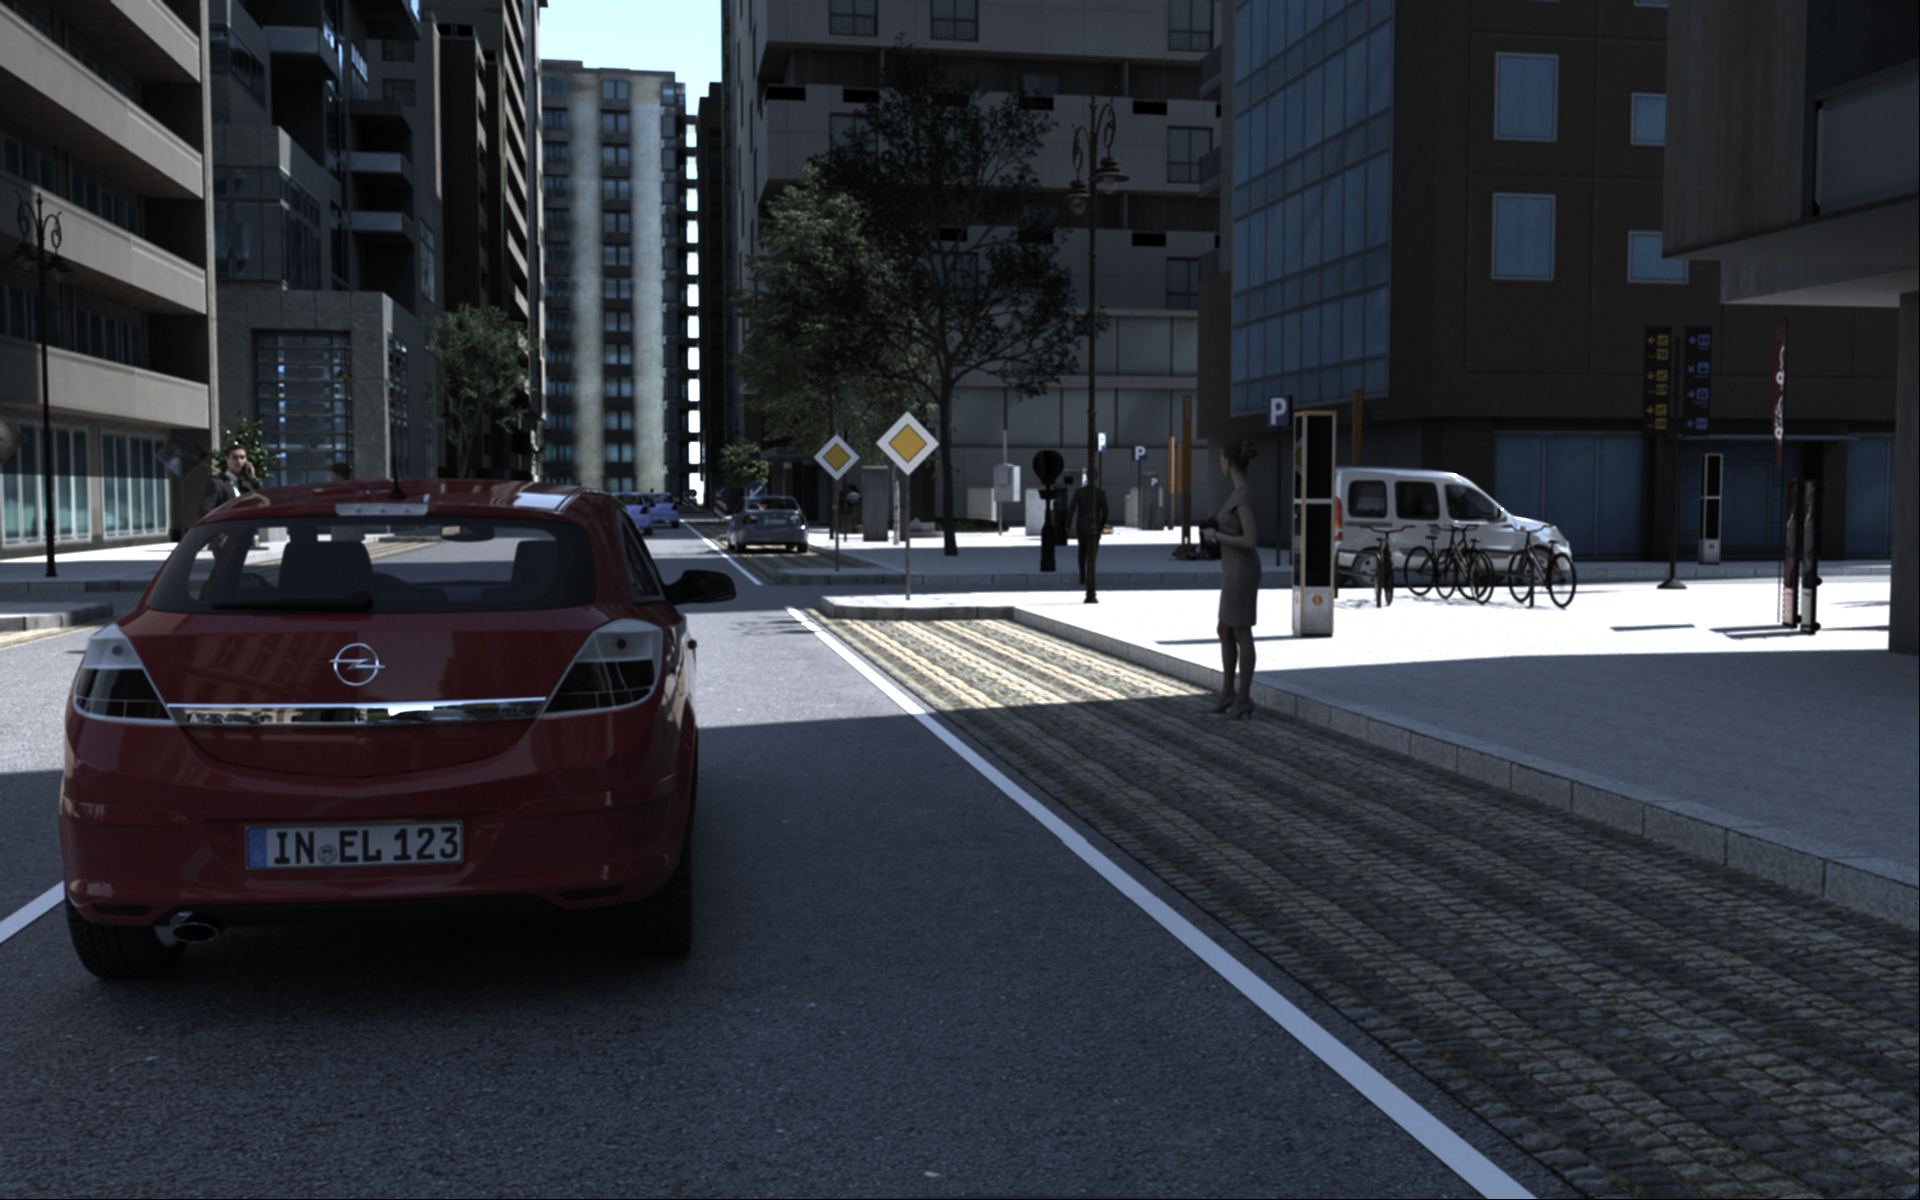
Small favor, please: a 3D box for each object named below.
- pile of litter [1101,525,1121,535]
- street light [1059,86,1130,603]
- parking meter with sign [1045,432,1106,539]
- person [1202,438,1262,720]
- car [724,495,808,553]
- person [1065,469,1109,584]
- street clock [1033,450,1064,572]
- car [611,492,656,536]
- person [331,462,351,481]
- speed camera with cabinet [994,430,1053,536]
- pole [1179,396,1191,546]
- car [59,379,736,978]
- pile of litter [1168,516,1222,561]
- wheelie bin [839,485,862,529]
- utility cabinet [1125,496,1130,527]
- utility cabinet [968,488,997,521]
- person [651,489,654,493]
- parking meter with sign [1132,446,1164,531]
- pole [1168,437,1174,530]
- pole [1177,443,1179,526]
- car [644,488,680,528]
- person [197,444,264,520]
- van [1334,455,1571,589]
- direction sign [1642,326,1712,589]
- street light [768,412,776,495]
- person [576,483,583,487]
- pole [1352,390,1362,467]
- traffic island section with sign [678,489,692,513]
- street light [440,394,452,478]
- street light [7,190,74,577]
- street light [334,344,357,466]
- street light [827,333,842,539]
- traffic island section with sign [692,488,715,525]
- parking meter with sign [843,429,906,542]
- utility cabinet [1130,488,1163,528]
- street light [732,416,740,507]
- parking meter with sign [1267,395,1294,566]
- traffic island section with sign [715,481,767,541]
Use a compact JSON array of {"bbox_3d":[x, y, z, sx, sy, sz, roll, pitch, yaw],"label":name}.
[{"bbox_3d":[4.384,-2.522,55.204,1.719,0.858,1.176,-1,4,-20],"label":"pile of litter"},{"bbox_3d":[1.542,-2.901,20.212,0.468,5.910,1.993,-1,4,-10],"label":"street light"},{"bbox_3d":[3.265,-3.260,49.562,1.738,3.016,0.543,2,4,30],"label":"parking meter with sign"},{"bbox_3d":[1.712,-0.128,10.932,0.374,1.781,0.599,0,4,7],"label":"person"},{"bbox_3d":[-4.817,-1.904,43.139,2.014,1.417,4.499,-1,4,-11],"label":"car"},{"bbox_3d":[2.024,-1.167,27.357,0.659,1.850,0.755,1,4,10],"label":"person"},{"bbox_3d":[1.454,-1.468,28.578,0.471,2.002,0.358,2,4,31],"label":"street clock"},{"bbox_3d":[-11.689,-3.135,60.841,1.945,1.707,3.694,-1,4,-8],"label":"car"},{"bbox_3d":[-7.271,-0.713,20.342,0.466,1.800,0.511,0,4,2],"label":"person"},{"bbox_3d":[2.087,-3.620,53.528,2.038,3.252,0.660,2,4,24],"label":"speed camera with cabinet"},{"bbox_3d":[4.705,-2.577,35.979,0.158,3.312,0.155,0,3,0],"label":"pole"},{"bbox_3d":[-1.939,0.142,6.716,2.155,1.783,4.494,-1,4,-9],"label":"car"},{"bbox_3d":[4.653,-1.223,33.968,1.719,0.858,1.176,-3,5,-42],"label":"pile of litter"},{"bbox_3d":[-3.630,-3.021,57.302,0.980,1.594,0.693,3,5,44],"label":"wheelie bin"},{"bbox_3d":[6.885,-3.394,66.652,1.020,1.237,0.306,-1,4,-14],"label":"utility cabinet"},{"bbox_3d":[0.829,-3.421,64.618,1.173,1.500,0.318,3,5,40],"label":"utility cabinet"},{"bbox_3d":[-21.288,-6.799,119.687,0.705,1.821,1.348,-2,4,-27],"label":"person"},{"bbox_3d":[6.739,-3.991,61.517,0.543,3.016,1.738,-1,4,-20],"label":"parking meter with sign"},{"bbox_3d":[7.519,-4.150,61.694,0.158,3.312,0.155,0,3,0],"label":"pole"},{"bbox_3d":[8.767,-4.611,69.234,0.158,3.312,0.155,0,3,0],"label":"pole"},{"bbox_3d":[-12.925,-3.943,74.064,1.945,1.707,3.694,-1,4,-12],"label":"car"},{"bbox_3d":[-6.765,-0.510,16.203,0.474,1.900,0.648,0,4,5],"label":"person"},{"bbox_3d":[7.316,-1.204,26.694,4.112,2.044,2.013,-1,4,-10],"label":"van"},{"bbox_3d":[9.668,-1.921,23.413,0.876,3.537,0.379,0,4,3],"label":"direction sign"},{"bbox_3d":[-8.345,-6.311,75.975,0.468,5.910,1.993,-1,4,-10],"label":"street light"},{"bbox_3d":[-12.078,-2.830,55.014,0.529,1.795,0.600,0,4,5],"label":"person"},{"bbox_3d":[7.786,-2.458,34.027,0.158,3.312,0.155,0,3,0],"label":"pole"},{"bbox_3d":[-19.999,-7.358,128.933,1.989,1.847,2.006,-1,4,-10],"label":"traffic island section with sign"},{"bbox_3d":[-23.710,-6.563,80.093,0.468,5.910,1.993,-1,4,-10],"label":"street light"},{"bbox_3d":[-14.117,-3.299,26.729,0.468,5.910,1.993,-1,4,-10],"label":"street light"},{"bbox_3d":[-18.899,-4.931,53.413,0.468,5.910,1.993,-1,4,-10],"label":"street light"},{"bbox_3d":[-3.628,-4.650,48.817,0.468,5.910,1.993,-1,4,-10],"label":"street light"},{"bbox_3d":[-11.223,-4.368,80.038,1.989,1.847,2.006,-1,4,-10],"label":"traffic island section with sign"},{"bbox_3d":[-2.283,-3.096,46.881,1.738,3.016,0.543,0,4,-7],"label":"parking meter with sign"},{"bbox_3d":[6.962,-3.430,64.756,1.173,1.500,0.318,-1,4,-11],"label":"utility cabinet"},{"bbox_3d":[-13.226,-7.942,102.642,0.468,5.910,1.993,-1,4,-10],"label":"street light"},{"bbox_3d":[6.359,-2.140,31.242,1.738,3.016,0.543,-2,4,-34],"label":"parking meter with sign"},{"bbox_3d":[-6.421,-2.732,53.302,1.989,1.847,2.006,-1,4,-10],"label":"traffic island section with sign"}]
